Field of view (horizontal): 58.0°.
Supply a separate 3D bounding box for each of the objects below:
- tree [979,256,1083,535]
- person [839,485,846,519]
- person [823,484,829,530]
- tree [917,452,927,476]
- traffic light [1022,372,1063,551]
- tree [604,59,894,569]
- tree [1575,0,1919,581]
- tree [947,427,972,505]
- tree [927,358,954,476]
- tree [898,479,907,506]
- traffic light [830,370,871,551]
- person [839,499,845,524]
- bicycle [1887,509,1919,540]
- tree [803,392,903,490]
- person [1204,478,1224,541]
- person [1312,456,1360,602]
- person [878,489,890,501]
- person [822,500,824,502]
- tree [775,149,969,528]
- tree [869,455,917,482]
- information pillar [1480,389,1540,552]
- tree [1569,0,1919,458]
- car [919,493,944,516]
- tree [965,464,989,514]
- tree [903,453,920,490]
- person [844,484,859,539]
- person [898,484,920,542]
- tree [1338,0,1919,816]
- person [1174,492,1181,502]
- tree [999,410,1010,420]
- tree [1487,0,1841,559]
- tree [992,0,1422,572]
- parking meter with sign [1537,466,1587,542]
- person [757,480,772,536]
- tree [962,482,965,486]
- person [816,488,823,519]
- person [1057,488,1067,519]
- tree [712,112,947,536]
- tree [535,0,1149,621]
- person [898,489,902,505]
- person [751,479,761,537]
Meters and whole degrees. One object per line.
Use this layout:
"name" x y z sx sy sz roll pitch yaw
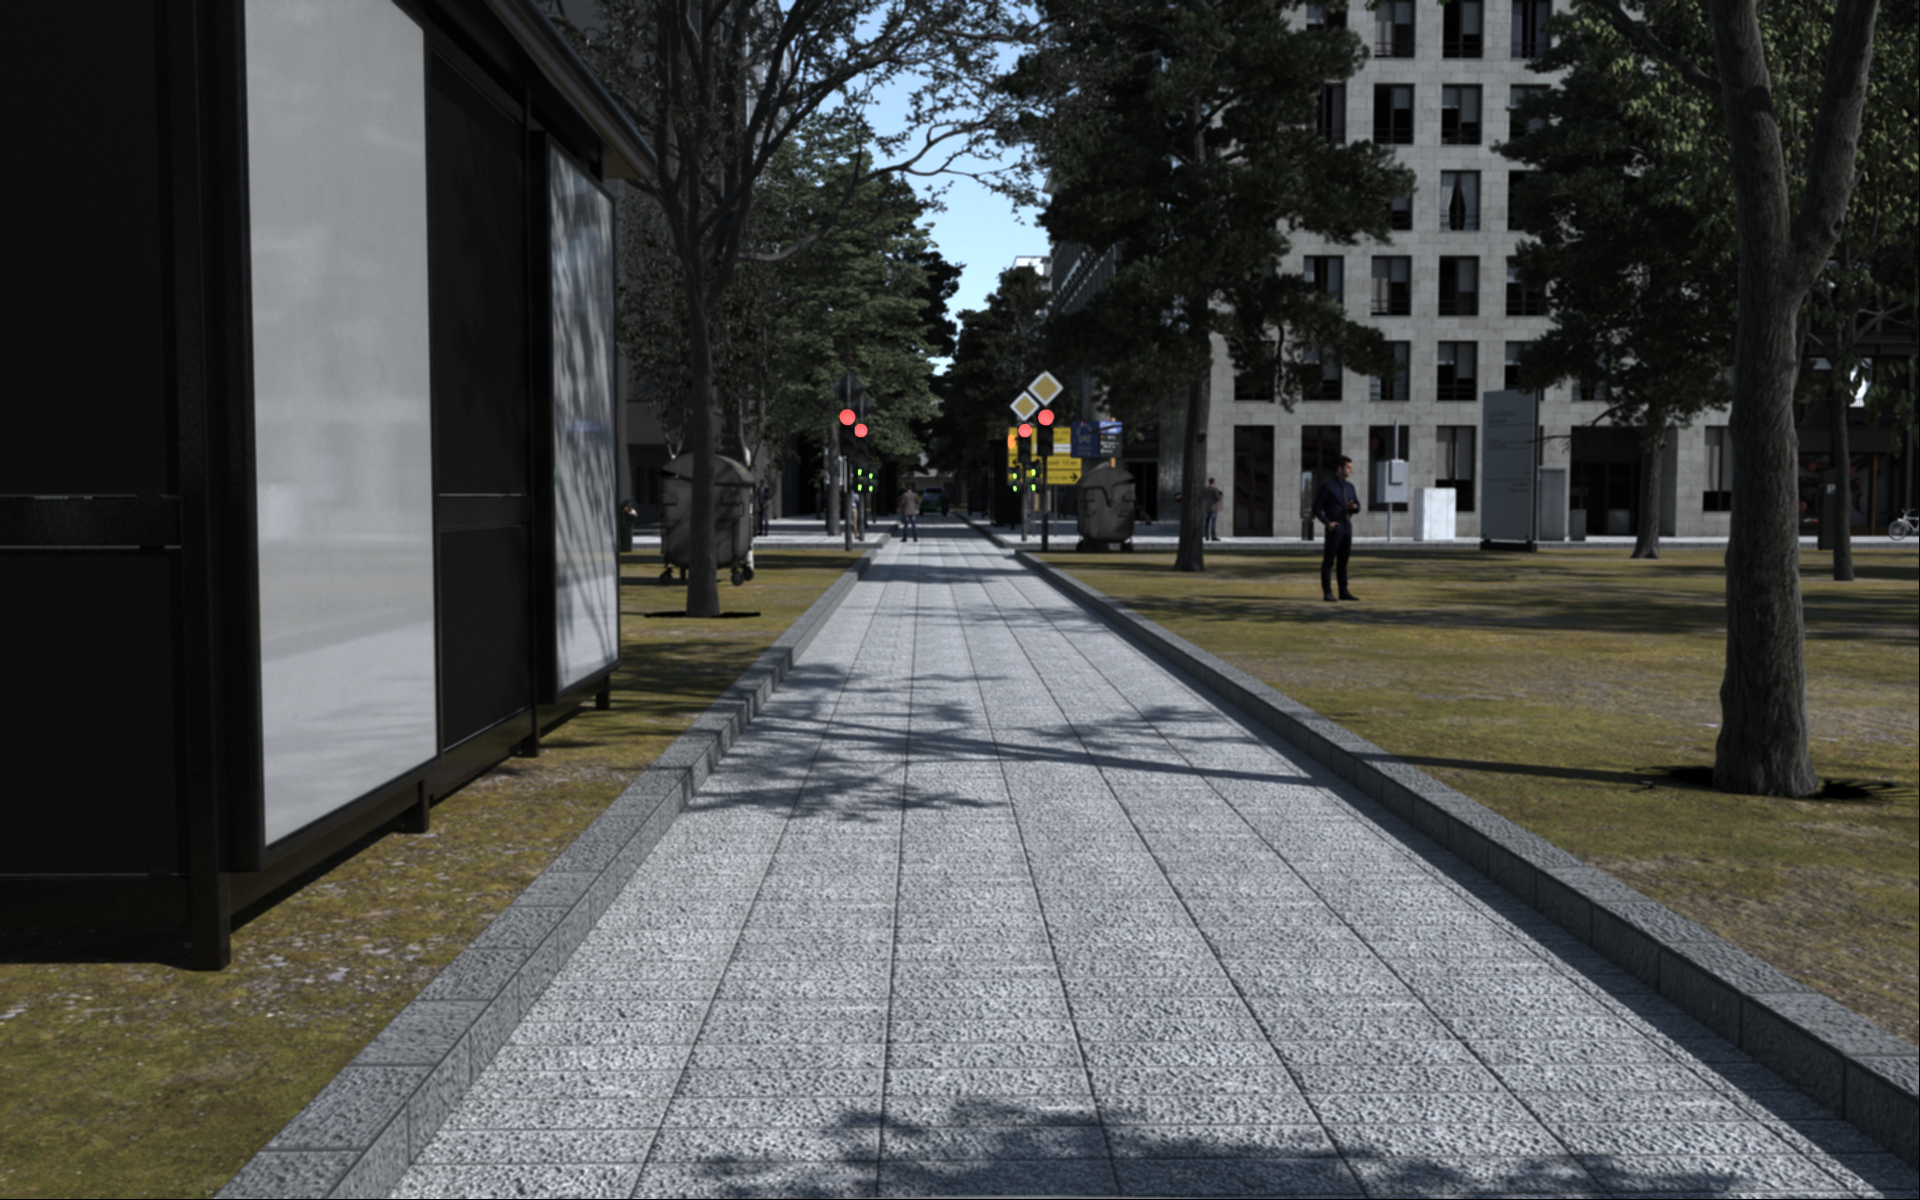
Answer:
"tree" 2.396 -6.383 54.729 4.360 8.622 3.978 0 3 0
"person" -6.015 -5.086 89.751 0.434 1.755 0.990 -1 4 -22
"person" -4.656 -3.317 61.744 0.415 1.643 0.593 -1 4 -21
"tree" 0.673 -12.482 126.136 6.751 12.117 7.091 0 3 0
"traffic light" 1.884 -3.030 38.785 0.839 4.213 0.868 0 4 -1
"tree" -3.755 -4.821 29.180 4.360 8.622 3.978 0 3 0
"tree" 12.759 -5.566 25.419 7.601 10.594 8.767 1 4 10
"tree" -0.307 -17.107 197.818 7.486 12.596 7.792 0 3 0
"tree" 2.437 -9.715 80.900 6.751 12.117 7.091 0 3 0
"tree" -6.509 -11.877 188.792 1.663 3.219 1.824 0 3 0
"traffic light" -2.476 -3.024 38.680 0.839 4.213 0.868 0 4 -1
"person" -4.814 -4.000 73.805 0.453 1.535 0.546 2 4 29
"bicycle" 26.538 -2.134 48.106 1.543 0.972 0.635 0 4 0
"tree" -6.052 -8.141 83.473 4.737 8.622 4.395 0 3 0
"person" 6.932 -2.483 47.467 0.431 1.722 0.655 -3 5 -40
"person" 4.570 -0.855 20.726 0.576 1.737 0.504 -3 5 -42
"person" -4.535 -5.886 103.086 0.742 1.727 0.445 0 4 -3
"person" -7.600 -5.510 98.819 0.600 1.496 0.574 0 4 3
"tree" -3.478 -9.621 64.722 7.806 13.903 7.818 0 3 0
"tree" -6.214 -15.154 169.819 6.751 12.117 7.091 0 3 0
"information pillar" 12.402 -2.921 39.080 0.184 3.620 1.656 -2 4 -25
"tree" 7.728 -4.020 16.097 4.737 8.622 4.395 0 3 0
"car" -1.829 -6.501 115.086 1.959 1.807 4.718 0 4 -1
"tree" 1.684 -7.024 109.445 1.663 3.219 1.824 0 3 0
"tree" -4.728 -11.209 133.626 4.737 8.622 4.395 0 3 0
"person" -3.089 -2.537 49.590 0.516 1.574 0.319 2 4 31
"person" -1.531 -2.604 51.892 0.655 1.722 0.431 -1 4 -13
"tree" 3.614 -4.988 7.302 9.928 11.665 9.643 0 3 0
"person" 6.583 -2.597 50.373 0.647 1.594 0.662 -2 4 -35
"tree" 3.447 -9.973 113.426 4.737 8.622 4.395 0 3 0
"tree" 13.810 -6.859 34.207 6.751 12.117 7.091 0 3 0
"tree" 3.916 -6.504 28.399 6.751 12.117 7.091 0 3 0
"parking meter with sign" 16.006 -3.092 46.822 1.738 3.016 0.543 0 4 5
"person" -6.038 -2.796 52.586 0.655 1.722 0.431 3 4 37
"tree" 1.283 -9.186 144.790 1.663 3.219 1.824 0 3 0
"person" -7.113 -4.866 87.667 0.319 1.574 0.516 -1 4 -23
"person" 5.234 -4.936 88.814 0.516 1.574 0.319 1 4 20
"tree" -4.255 -8.214 52.431 7.486 12.596 7.792 0 3 0
"tree" -2.627 -6.554 17.533 12.009 13.543 11.850 0 3 0
"person" -6.440 -10.836 182.847 1.348 1.869 0.705 0 4 2
"person" -6.225 -2.729 51.347 0.600 1.739 0.565 2 4 34
